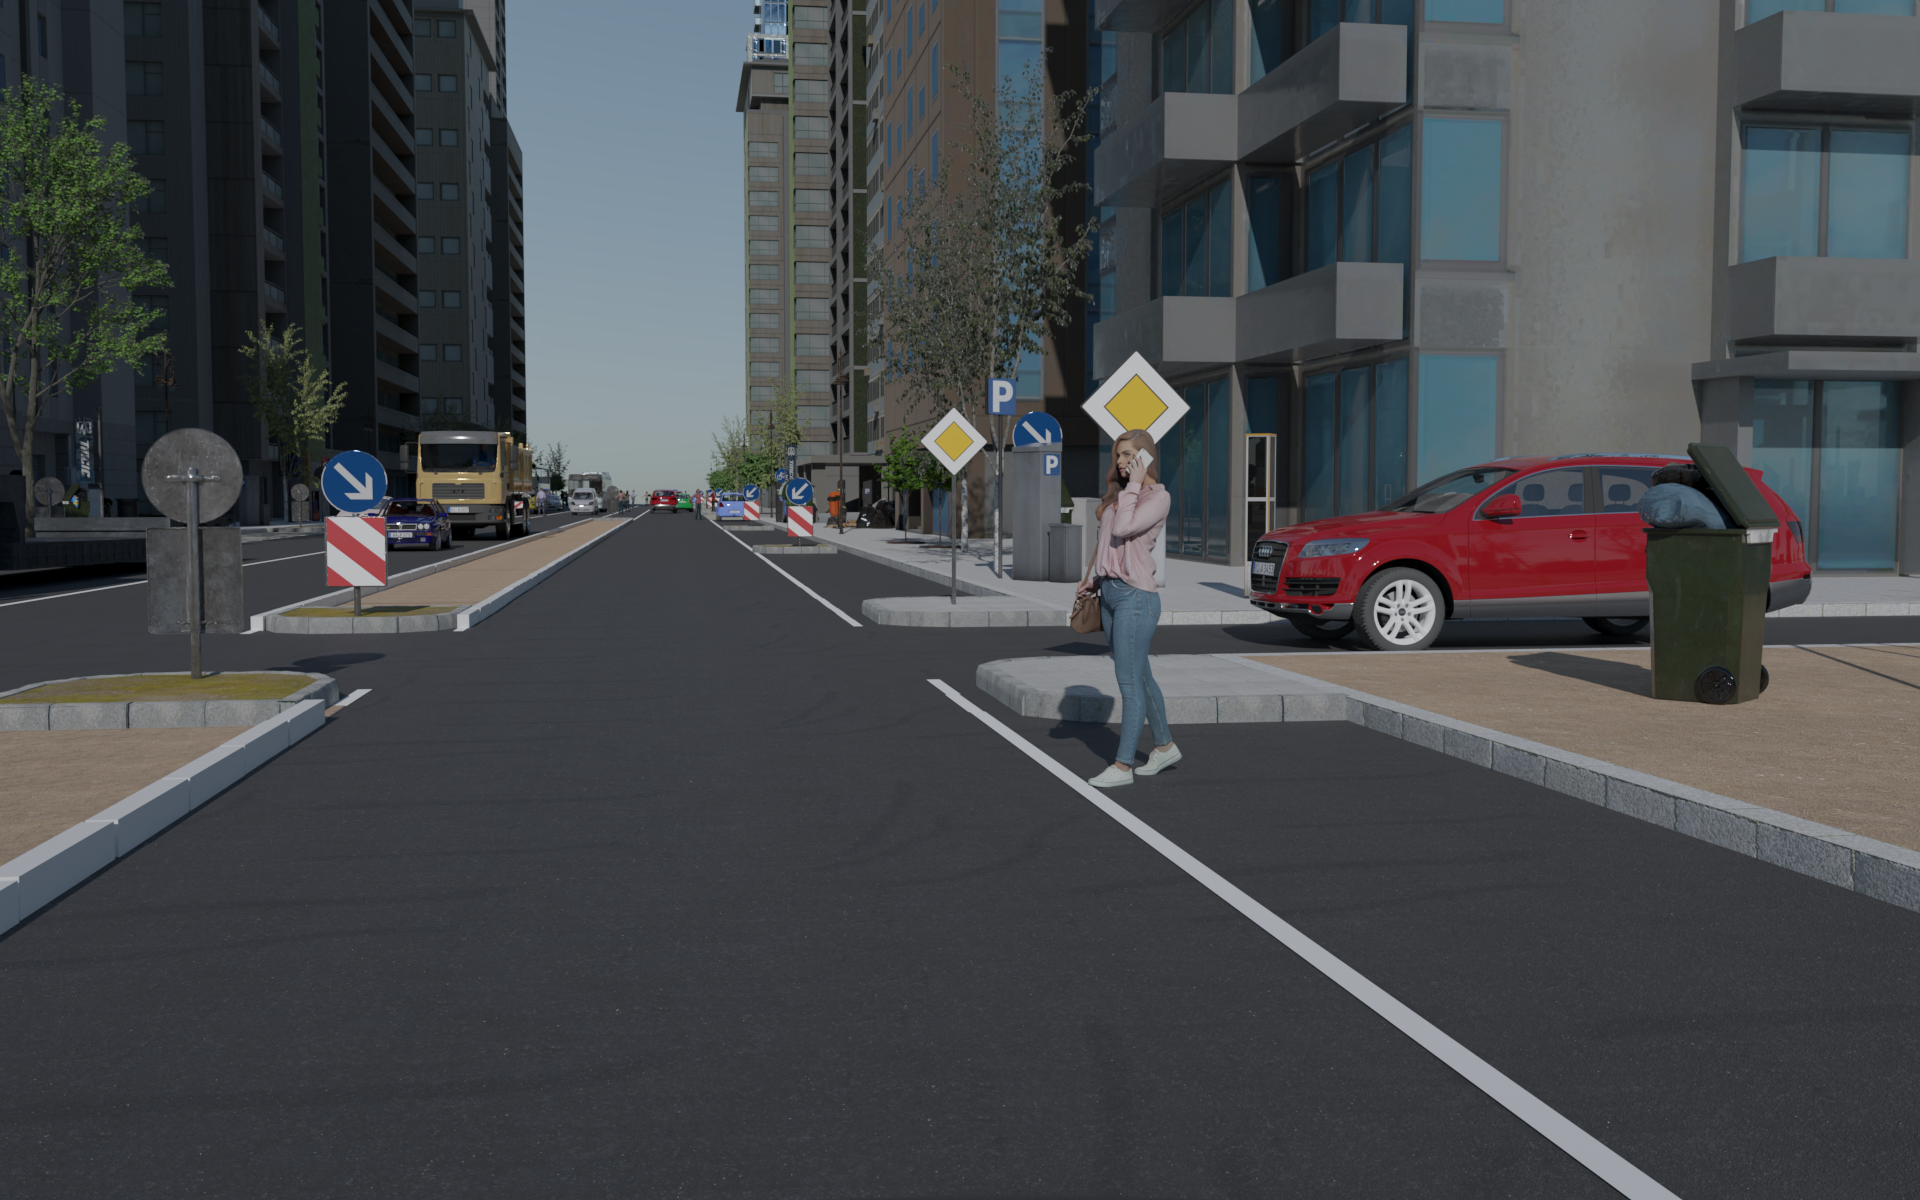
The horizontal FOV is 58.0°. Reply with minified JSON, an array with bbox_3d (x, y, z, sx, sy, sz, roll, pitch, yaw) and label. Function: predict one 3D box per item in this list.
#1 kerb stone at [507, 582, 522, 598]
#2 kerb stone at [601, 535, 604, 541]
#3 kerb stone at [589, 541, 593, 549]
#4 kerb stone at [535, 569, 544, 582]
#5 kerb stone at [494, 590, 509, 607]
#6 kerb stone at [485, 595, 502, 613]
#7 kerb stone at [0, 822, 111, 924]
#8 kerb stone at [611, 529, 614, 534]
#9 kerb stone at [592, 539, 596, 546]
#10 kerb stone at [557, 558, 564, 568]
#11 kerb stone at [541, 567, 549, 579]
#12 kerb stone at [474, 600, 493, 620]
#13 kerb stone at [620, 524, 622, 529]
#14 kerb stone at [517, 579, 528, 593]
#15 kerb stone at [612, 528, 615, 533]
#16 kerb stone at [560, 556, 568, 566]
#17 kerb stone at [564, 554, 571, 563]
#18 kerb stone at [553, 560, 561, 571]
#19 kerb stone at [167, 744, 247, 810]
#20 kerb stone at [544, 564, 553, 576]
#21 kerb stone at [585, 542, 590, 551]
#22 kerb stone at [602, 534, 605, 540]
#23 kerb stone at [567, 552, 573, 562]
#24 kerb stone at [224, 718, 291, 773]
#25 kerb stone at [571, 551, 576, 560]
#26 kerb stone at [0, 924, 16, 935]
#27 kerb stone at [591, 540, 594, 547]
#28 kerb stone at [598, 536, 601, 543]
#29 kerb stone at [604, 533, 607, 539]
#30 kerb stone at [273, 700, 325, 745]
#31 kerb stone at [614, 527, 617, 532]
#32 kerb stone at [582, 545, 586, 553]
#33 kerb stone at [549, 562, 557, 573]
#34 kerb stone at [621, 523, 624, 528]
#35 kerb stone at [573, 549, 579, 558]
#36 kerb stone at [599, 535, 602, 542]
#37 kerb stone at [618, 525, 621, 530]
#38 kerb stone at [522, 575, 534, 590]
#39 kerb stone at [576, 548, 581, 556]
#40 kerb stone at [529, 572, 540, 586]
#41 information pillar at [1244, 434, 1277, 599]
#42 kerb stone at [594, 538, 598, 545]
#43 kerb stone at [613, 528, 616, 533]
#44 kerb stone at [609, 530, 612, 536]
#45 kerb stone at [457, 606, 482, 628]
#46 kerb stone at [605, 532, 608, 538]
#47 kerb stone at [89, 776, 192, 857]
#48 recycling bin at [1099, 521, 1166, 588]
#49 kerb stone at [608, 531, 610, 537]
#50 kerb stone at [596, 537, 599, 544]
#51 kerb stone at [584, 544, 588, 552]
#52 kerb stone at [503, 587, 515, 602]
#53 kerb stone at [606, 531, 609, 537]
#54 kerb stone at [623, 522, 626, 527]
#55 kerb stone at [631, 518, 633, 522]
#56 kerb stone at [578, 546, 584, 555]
[{"bbox_3d":[-6.220,-0.112,24.038,0.120,0.150,1.000,-1,4,-9],"label":"kerb stone"},{"bbox_3d":[-10.715,-1.782,51.331,0.120,0.150,1.000,-1,4,-9],"label":"kerb stone"},{"bbox_3d":[-9.537,-1.348,44.239,0.120,0.150,1.000,-1,4,-9],"label":"kerb stone"},{"bbox_3d":[-6.884,-0.359,28.073,0.120,0.150,1.000,-1,4,-9],"label":"kerb stone"},{"bbox_3d":[-5.876,0.011,22.019,0.120,0.150,1.000,-1,4,-9],"label":"kerb stone"},{"bbox_3d":[-5.704,0.072,21.012,0.120,0.150,1.000,-1,4,-9],"label":"kerb stone"},{"bbox_3d":[-3.295,0.973,6.292,0.120,0.150,1.000,-1,4,-9],"label":"kerb stone"},{"bbox_3d":[-12.046,-2.276,59.425,0.120,0.150,1.000,-1,4,-9],"label":"kerb stone"},{"bbox_3d":[-9.880,-1.471,46.270,0.120,0.150,1.000,-1,4,-9],"label":"kerb stone"},{"bbox_3d":[-7.717,-0.668,33.117,0.120,0.150,1.000,-1,4,-9],"label":"kerb stone"},{"bbox_3d":[-7.045,-0.419,29.083,0.120,0.150,1.000,-1,4,-9],"label":"kerb stone"},{"bbox_3d":[-5.544,0.134,20.002,0.120,0.150,1.000,-1,4,-9],"label":"kerb stone"},{"bbox_3d":[-13.548,-2.834,68.532,0.120,0.150,1.000,-1,4,-9],"label":"kerb stone"},{"bbox_3d":[-6.385,-0.174,25.046,0.120,0.150,1.000,-1,4,-9],"label":"kerb stone"},{"bbox_3d":[-12.215,-2.338,60.434,0.120,0.150,1.000,-1,4,-9],"label":"kerb stone"},{"bbox_3d":[-7.877,-0.730,34.127,0.120,0.150,1.000,-1,4,-9],"label":"kerb stone"},{"bbox_3d":[-8.044,-0.792,35.137,0.120,0.150,1.000,-1,4,-9],"label":"kerb stone"},{"bbox_3d":[-7.547,-0.606,32.110,0.120,0.150,1.000,-1,4,-9],"label":"kerb stone"},{"bbox_3d":[-3.622,0.849,8.317,0.120,0.150,1.000,-1,4,-9],"label":"kerb stone"},{"bbox_3d":[-7.209,-0.482,30.094,0.120,0.150,1.000,-1,4,-9],"label":"kerb stone"},{"bbox_3d":[-9.379,-1.286,43.223,0.120,0.150,1.000,-1,4,-9],"label":"kerb stone"},{"bbox_3d":[-10.876,-1.844,52.341,0.120,0.150,1.000,-1,4,-9],"label":"kerb stone"},{"bbox_3d":[-8.214,-0.853,36.145,0.120,0.150,1.000,-1,4,-9],"label":"kerb stone"},{"bbox_3d":[-3.792,0.787,9.329,0.120,0.150,1.000,-1,4,-9],"label":"kerb stone"},{"bbox_3d":[-8.375,-0.915,37.156,0.120,0.150,1.000,-1,4,-9],"label":"kerb stone"},{"bbox_3d":[-3.124,1.041,5.284,0.120,0.150,1.000,-1,4,-9],"label":"kerb stone"},{"bbox_3d":[-9.714,-1.410,45.253,0.120,0.150,1.000,-1,4,-9],"label":"kerb stone"},{"bbox_3d":[-10.375,-1.657,49.308,0.120,0.150,1.000,-1,4,-9],"label":"kerb stone"},{"bbox_3d":[-11.044,-1.901,53.349,0.120,0.150,1.000,-1,4,-9],"label":"kerb stone"},{"bbox_3d":[-3.954,0.728,10.341,0.120,0.150,1.000,-1,4,-9],"label":"kerb stone"},{"bbox_3d":[-12.545,-2.462,62.455,0.120,0.150,1.000,-1,4,-9],"label":"kerb stone"},{"bbox_3d":[-9.046,-1.160,41.206,0.120,0.150,1.000,-1,4,-9],"label":"kerb stone"},{"bbox_3d":[-7.380,-0.538,31.102,0.120,0.150,1.000,-1,4,-9],"label":"kerb stone"},{"bbox_3d":[-13.887,-2.958,70.559,0.120,0.150,1.000,-1,4,-9],"label":"kerb stone"},{"bbox_3d":[-8.546,-0.977,38.169,0.120,0.150,1.000,-1,4,-9],"label":"kerb stone"},{"bbox_3d":[-10.547,-1.714,50.316,0.120,0.150,1.000,-1,4,-9],"label":"kerb stone"},{"bbox_3d":[-13.210,-2.707,66.505,0.120,0.150,1.000,-1,4,-9],"label":"kerb stone"},{"bbox_3d":[-6.545,-0.236,26.056,0.120,0.150,1.000,-1,4,-9],"label":"kerb stone"},{"bbox_3d":[-8.711,-1.039,39.186,0.120,0.150,1.000,-1,4,-9],"label":"kerb stone"},{"bbox_3d":[-6.705,-0.295,27.067,0.120,0.150,1.000,-1,4,-9],"label":"kerb stone"},{"bbox_3d":[3.677,-1.023,21.213,0.304,2.012,0.304,2,4,26],"label":"information pillar"},{"bbox_3d":[-10.044,-1.534,47.280,0.120,0.150,1.000,-1,4,-9],"label":"kerb stone"},{"bbox_3d":[-12.379,-2.401,61.446,0.120,0.150,1.000,-1,4,-9],"label":"kerb stone"},{"bbox_3d":[-11.709,-2.153,57.391,0.120,0.150,1.000,-1,4,-9],"label":"kerb stone"},{"bbox_3d":[-5.387,0.201,18.988,0.120,0.150,1.000,-1,4,-9],"label":"kerb stone"},{"bbox_3d":[-11.221,-1.967,54.355,0.120,0.150,1.000,-1,4,-9],"label":"kerb stone"},{"bbox_3d":[-3.457,0.911,7.308,0.120,0.150,1.000,-1,4,-9],"label":"kerb stone"},{"bbox_3d":[2.381,-0.697,23.949,0.722,1.027,0.722,-1,4,-18],"label":"recycling bin"},{"bbox_3d":[-11.541,-2.090,56.374,0.120,0.150,1.000,-1,4,-9],"label":"kerb stone"},{"bbox_3d":[-10.211,-1.595,48.288,0.120,0.150,1.000,-1,4,-9],"label":"kerb stone"},{"bbox_3d":[-9.210,-1.222,42.215,0.120,0.150,1.000,-1,4,-9],"label":"kerb stone"},{"bbox_3d":[-6.053,-0.044,23.030,0.120,0.150,1.000,-1,4,-9],"label":"kerb stone"},{"bbox_3d":[-11.372,-2.027,55.367,0.120,0.150,1.000,-1,4,-9],"label":"kerb stone"},{"bbox_3d":[-14.393,-3.143,73.589,0.120,0.150,1.000,-1,4,-9],"label":"kerb stone"},{"bbox_3d":[-16.217,-3.819,84.726,0.120,0.150,1.000,-1,4,-9],"label":"kerb stone"},{"bbox_3d":[-8.878,-1.101,40.198,0.120,0.150,1.000,-1,4,-9],"label":"kerb stone"}]
